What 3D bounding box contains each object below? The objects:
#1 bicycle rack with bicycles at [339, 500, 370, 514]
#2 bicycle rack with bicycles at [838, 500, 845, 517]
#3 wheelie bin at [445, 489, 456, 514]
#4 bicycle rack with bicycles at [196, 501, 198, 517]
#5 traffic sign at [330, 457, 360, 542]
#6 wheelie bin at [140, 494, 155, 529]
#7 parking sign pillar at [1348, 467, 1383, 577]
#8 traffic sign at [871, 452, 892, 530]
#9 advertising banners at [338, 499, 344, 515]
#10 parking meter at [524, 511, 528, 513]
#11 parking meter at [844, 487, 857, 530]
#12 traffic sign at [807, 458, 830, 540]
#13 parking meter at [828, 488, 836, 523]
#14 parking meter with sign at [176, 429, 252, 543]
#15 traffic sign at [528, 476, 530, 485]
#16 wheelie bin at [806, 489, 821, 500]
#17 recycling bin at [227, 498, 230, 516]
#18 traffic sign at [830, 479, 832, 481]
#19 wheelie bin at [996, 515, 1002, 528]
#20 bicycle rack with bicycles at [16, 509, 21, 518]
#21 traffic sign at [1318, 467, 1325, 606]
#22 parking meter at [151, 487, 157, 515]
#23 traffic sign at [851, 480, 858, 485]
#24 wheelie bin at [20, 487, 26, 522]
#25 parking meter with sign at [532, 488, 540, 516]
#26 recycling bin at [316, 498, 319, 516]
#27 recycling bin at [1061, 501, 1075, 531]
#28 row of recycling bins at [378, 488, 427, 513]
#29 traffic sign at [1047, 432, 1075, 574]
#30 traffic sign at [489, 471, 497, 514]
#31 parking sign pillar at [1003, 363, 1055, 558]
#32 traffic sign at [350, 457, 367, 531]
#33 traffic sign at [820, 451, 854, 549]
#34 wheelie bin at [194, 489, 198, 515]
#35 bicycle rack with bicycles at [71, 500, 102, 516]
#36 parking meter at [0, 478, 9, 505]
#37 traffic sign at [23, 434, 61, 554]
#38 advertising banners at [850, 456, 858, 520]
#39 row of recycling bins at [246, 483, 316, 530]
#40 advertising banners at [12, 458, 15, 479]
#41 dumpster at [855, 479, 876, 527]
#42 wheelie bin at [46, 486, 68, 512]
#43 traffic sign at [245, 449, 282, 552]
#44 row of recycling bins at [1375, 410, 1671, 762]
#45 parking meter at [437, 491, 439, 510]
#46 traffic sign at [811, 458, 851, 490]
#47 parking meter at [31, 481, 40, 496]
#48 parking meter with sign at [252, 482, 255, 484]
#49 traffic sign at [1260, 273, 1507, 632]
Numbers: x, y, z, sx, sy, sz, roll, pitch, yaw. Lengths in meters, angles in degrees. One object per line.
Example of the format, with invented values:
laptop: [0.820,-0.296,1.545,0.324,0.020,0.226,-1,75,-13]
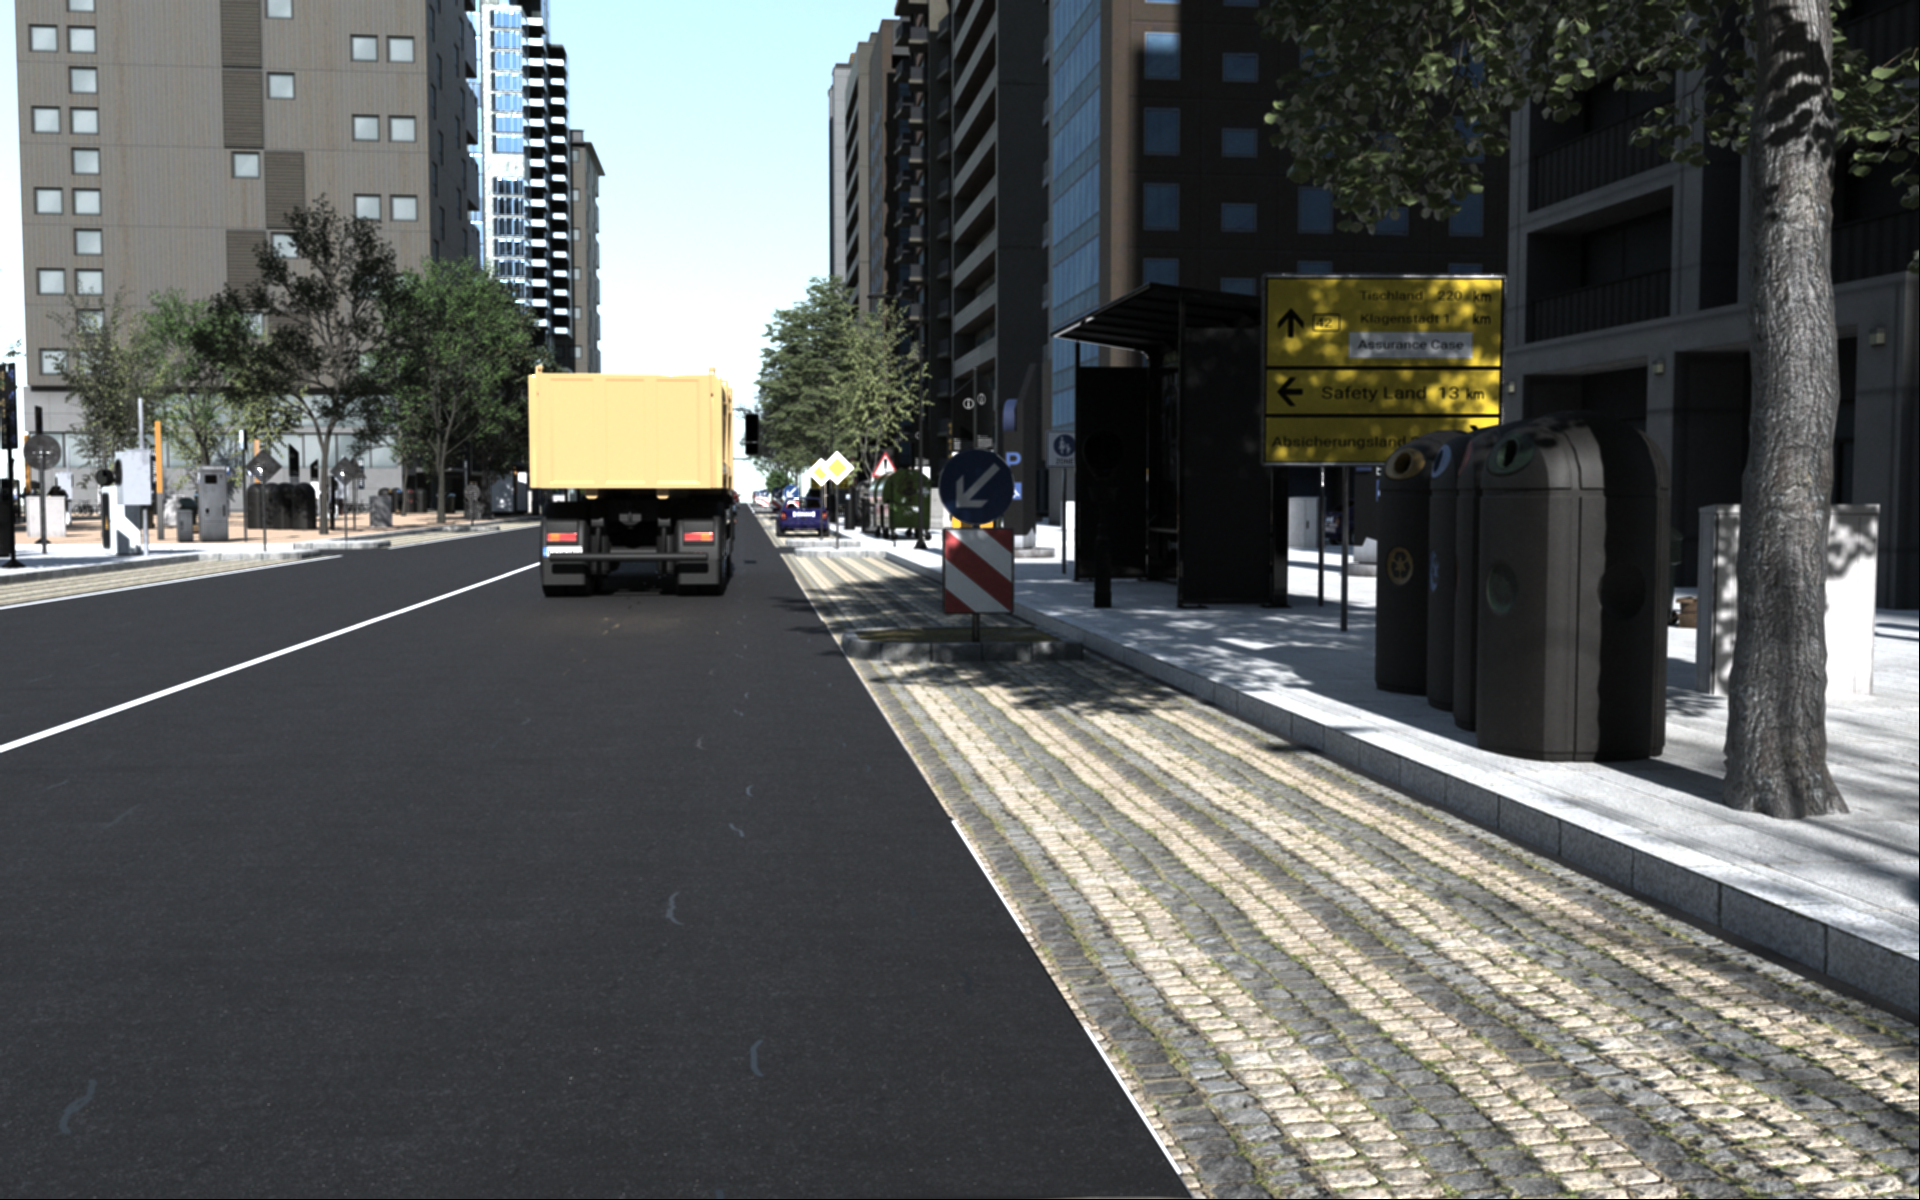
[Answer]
bicycle rack with bicycles: [-39.533,-6.054,112.358,2.852,0.926,2.925,3,5,43]
bicycle rack with bicycles: [-8.564,-5.842,108.897,2.852,0.926,2.925,-1,4,-18]
wheelie bin: [-33.579,-6.474,113.762,0.980,1.594,0.693,1,4,11]
bicycle rack with bicycles: [-42.237,-4.992,94.999,2.852,0.926,2.925,-3,5,-41]
traffic sign: [-16.491,-2.620,46.478,0.795,2.450,0.064,0,4,-7]
wheelie bin: [-29.978,-3.399,63.483,0.693,1.594,0.980,0,4,-2]
parking sign pillar: [6.808,-2.366,27.162,1.447,3.967,1.447,-2,4,-32]
traffic sign: [-2.281,-3.250,53.140,0.884,2.594,0.081,0,4,1]
advertising banners: [-37.364,-6.625,104.505,0.090,3.025,2.074,0,4,-4]
parking meter: [-28.875,-6.515,114.925,0.372,1.533,0.369,0,3,0]
parking meter: [-3.956,-3.287,62.155,0.372,1.533,0.369,0,3,0]
traffic sign: [-3.844,-2.716,48.048,0.795,2.450,0.064,0,4,-7]
parking meter: [-5.694,-4.213,77.288,0.372,1.533,0.369,0,3,0]
parking meter with sign: [-20.006,-3.061,46.302,1.738,3.016,0.543,-2,4,-34]
traffic sign: [-28.004,-6.939,113.565,0.768,2.556,0.104,0,4,2]
wheelie bin: [-8.502,-5.657,100.407,0.980,1.594,0.693,-2,4,-34]
recycling bin: [-43.499,-5.467,101.945,0.722,1.027,0.722,0,4,6]
traffic sign: [-5.326,-4.563,74.708,0.768,2.556,0.104,0,4,-7]
wheelie bin: [0.999,-2.929,55.796,0.980,1.594,0.693,0,4,-3]
bicycle rack with bicycles: [-51.202,-4.835,92.441,2.852,0.926,2.925,-1,4,-16]
traffic sign: [4.127,-1.078,19.749,0.606,2.300,0.079,0,4,-4]
parking meter: [-49.357,-6.141,106.111,0.399,1.863,0.255,1,4,22]
traffic sign: [-6.274,-6.057,99.041,0.884,2.594,0.081,0,4,-2]
wheelie bin: [-42.164,-4.328,78.665,0.980,1.594,0.693,-1,4,-20]
parking meter with sign: [-25.568,-6.607,104.289,0.543,3.016,1.738,-1,4,-12]
recycling bin: [-37.651,-5.374,100.412,0.722,1.027,0.722,1,4,9]
recycling bin: [3.900,-2.899,59.956,0.722,1.027,0.722,0,4,-7]
row of recycling bins: [-37.684,-6.724,117.044,1.069,1.692,3.534,3,5,39]
traffic sign: [1.674,-1.571,27.812,0.606,2.300,0.079,0,4,-5]
traffic sign: [-25.910,-5.838,95.563,0.768,2.556,0.104,0,4,-6]
parking sign pillar: [1.217,-2.857,35.184,1.447,3.967,1.447,1,4,14]
traffic sign: [-21.071,-3.682,60.208,0.884,2.594,0.081,0,4,1]
traffic sign: [-2.845,-2.231,40.125,0.795,2.450,0.064,0,4,-7]
wheelie bin: [-45.862,-5.920,104.699,0.693,1.594,0.980,2,4,28]
bicycle rack with bicycles: [-51.079,-5.335,100.608,2.852,0.926,2.925,-3,5,-44]
parking meter: [-35.398,-3.579,64.232,0.255,1.863,0.399,-2,4,-35]
traffic sign: [-19.475,-2.242,36.770,0.768,2.556,0.104,0,4,-7]
advertising banners: [-4.651,-5.129,80.053,0.090,3.025,2.074,-2,4,-26]
row of recycling bins: [-24.772,-3.426,63.132,3.534,1.692,1.069,2,4,34]
advertising banners: [-46.374,-5.381,84.167,0.090,3.025,2.074,0,4,-4]
dumpster: [-3.518,-3.818,68.184,1.264,1.857,1.865,0,4,-7]
wheelie bin: [-36.380,-3.786,69.804,0.693,1.594,0.980,0,4,-2]
traffic sign: [-15.492,-2.135,38.556,0.795,2.450,0.064,0,4,-7]
row of recycling bins: [3.153,-0.174,9.964,1.069,1.692,3.534,0,4,3]
parking meter: [-34.725,-6.555,115.589,0.372,1.533,0.369,0,3,0]
traffic sign: [-7.360,-6.402,98.550,2.265,3.308,0.079,0,4,-5]
parking meter: [-40.846,-4.333,76.548,0.399,1.863,0.255,2,4,28]
parking meter with sign: [-45.809,-7.085,112.098,0.543,3.016,1.738,-2,4,-23]
traffic sign: [3.908,-1.358,16.069,2.265,3.308,0.079,0,4,-1]
